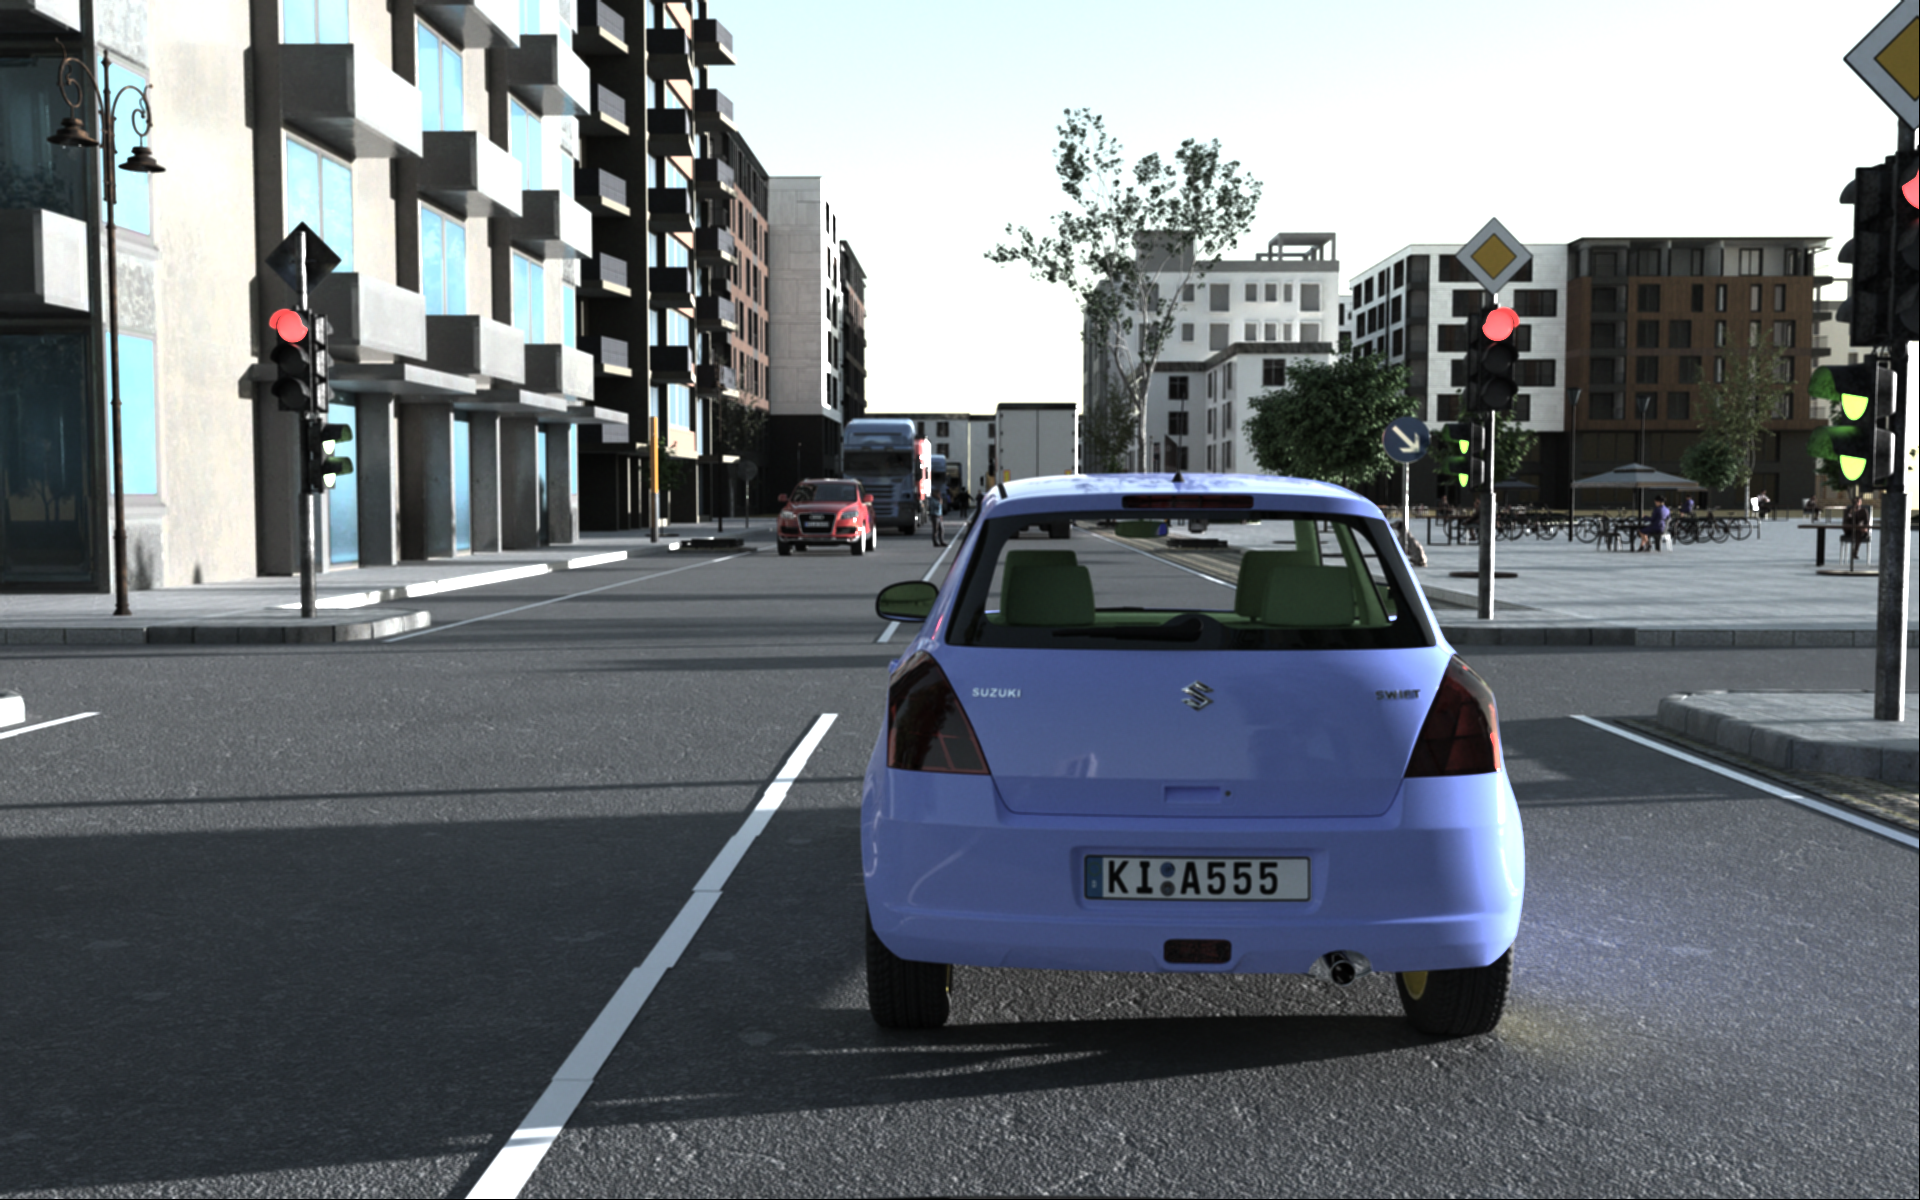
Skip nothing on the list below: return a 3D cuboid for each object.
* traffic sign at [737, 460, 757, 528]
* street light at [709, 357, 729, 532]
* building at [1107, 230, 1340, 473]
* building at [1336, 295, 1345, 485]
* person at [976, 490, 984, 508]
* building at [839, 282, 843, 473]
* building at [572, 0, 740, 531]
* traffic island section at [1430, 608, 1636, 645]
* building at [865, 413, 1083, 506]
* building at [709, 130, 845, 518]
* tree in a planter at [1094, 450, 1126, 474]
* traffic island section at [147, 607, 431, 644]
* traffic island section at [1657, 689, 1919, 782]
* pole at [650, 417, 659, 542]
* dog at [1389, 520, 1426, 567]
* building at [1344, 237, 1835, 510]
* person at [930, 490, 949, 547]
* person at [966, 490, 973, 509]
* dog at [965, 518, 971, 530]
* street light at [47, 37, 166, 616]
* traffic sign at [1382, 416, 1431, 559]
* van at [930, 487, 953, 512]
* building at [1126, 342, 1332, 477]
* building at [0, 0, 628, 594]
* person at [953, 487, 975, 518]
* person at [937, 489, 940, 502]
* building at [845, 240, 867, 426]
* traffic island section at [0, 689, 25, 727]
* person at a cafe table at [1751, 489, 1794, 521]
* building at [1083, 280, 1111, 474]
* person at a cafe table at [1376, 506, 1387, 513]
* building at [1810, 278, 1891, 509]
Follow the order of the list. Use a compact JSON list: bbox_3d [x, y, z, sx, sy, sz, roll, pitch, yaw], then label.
[{"bbox_3d":[-8.085,-4.011,65.692,0.768,2.556,0.104,0,4,4],"label":"traffic sign"},{"bbox_3d":[-8.110,-5.238,58.426,0.468,5.910,1.993,0,4,1],"label":"street light"},{"bbox_3d":[19.231,-16.724,129.863,16.016,20.091,11.380,0,4,1],"label":"building"},{"bbox_3d":[31.468,-21.284,191.961,32.646,21.610,27.936,0,4,1],"label":"building"},{"bbox_3d":[1.357,-6.715,119.215,0.541,1.710,0.530,3,4,36],"label":"person"},{"bbox_3d":[-16.871,-16.884,132.472,16.016,20.091,11.380,0,4,1],"label":"building"},{"bbox_3d":[-21.321,-25.490,71.392,22.147,44.769,28.867,0,4,1],"label":"building"},{"bbox_3d":[5.438,0.271,17.856,2.009,0.180,2.903,0,4,1],"label":"traffic island section"},{"bbox_3d":[0.980,-14.795,184.045,28.070,9.664,9.099,0,4,1],"label":"building"},{"bbox_3d":[-22.826,-16.258,109.788,27.936,21.610,32.646,0,4,1],"label":"building"},{"bbox_3d":[6.238,-4.476,70.412,1.991,3.239,1.994,0,4,1],"label":"tree in a planter"},{"bbox_3d":[-6.802,0.259,18.048,2.009,0.180,2.903,0,4,1],"label":"traffic island section"},{"bbox_3d":[5.315,0.759,9.872,2.009,0.180,2.903,0,4,1],"label":"traffic island section"},{"bbox_3d":[-8.101,-3.181,45.860,0.158,3.312,0.155,0,3,0],"label":"pole"},{"bbox_3d":[8.050,-0.998,30.705,0.513,0.831,0.800,-1,4,-23],"label":"dog"},{"bbox_3d":[53.156,-18.832,151.873,32.646,21.610,27.936,0,4,1],"label":"building"},{"bbox_3d":[-0.599,-2.207,46.797,0.499,1.552,0.429,-3,5,-45],"label":"person"},{"bbox_3d":[0.734,-9.567,164.934,0.705,1.822,1.348,3,5,42],"label":"person"},{"bbox_3d":[0.504,-2.890,66.537,0.540,0.507,0.406,-1,4,-15],"label":"dog"},{"bbox_3d":[-8.883,-2.777,18.189,0.468,5.910,1.993,0,4,1],"label":"street light"},{"bbox_3d":[7.296,-1.729,28.381,0.768,2.556,0.104,1,4,9],"label":"traffic sign"},{"bbox_3d":[-1.705,-8.439,142.356,2.240,2.365,5.245,0,4,0],"label":"van"},{"bbox_3d":[16.207,-10.263,109.955,9.099,9.664,28.070,0,4,1],"label":"building"},{"bbox_3d":[-20.277,-25.324,33.650,23.786,49.044,30.456,0,4,1],"label":"building"},{"bbox_3d":[0.223,-5.838,103.575,1.348,1.869,0.705,1,4,15],"label":"person"},{"bbox_3d":[-1.278,-5.982,107.022,0.721,1.743,1.217,-1,4,-14],"label":"person"},{"bbox_3d":[-25.212,-18.949,153.791,32.646,21.610,27.936,0,4,1],"label":"building"},{"bbox_3d":[-6.924,0.747,10.064,2.009,0.180,2.903,0,4,1],"label":"traffic island section"},{"bbox_3d":[39.395,-4.640,84.371,1.698,1.524,1.622,-2,4,-34],"label":"person at a cafe table"},{"bbox_3d":[19.980,-17.421,151.285,16.747,18.905,31.486,0,4,1],"label":"building"},{"bbox_3d":[18.880,-4.299,81.149,1.726,1.238,1.698,2,4,31],"label":"person at a cafe table"},{"bbox_3d":[75.267,-18.454,158.146,11.380,20.091,16.016,0,4,1],"label":"building"}]
